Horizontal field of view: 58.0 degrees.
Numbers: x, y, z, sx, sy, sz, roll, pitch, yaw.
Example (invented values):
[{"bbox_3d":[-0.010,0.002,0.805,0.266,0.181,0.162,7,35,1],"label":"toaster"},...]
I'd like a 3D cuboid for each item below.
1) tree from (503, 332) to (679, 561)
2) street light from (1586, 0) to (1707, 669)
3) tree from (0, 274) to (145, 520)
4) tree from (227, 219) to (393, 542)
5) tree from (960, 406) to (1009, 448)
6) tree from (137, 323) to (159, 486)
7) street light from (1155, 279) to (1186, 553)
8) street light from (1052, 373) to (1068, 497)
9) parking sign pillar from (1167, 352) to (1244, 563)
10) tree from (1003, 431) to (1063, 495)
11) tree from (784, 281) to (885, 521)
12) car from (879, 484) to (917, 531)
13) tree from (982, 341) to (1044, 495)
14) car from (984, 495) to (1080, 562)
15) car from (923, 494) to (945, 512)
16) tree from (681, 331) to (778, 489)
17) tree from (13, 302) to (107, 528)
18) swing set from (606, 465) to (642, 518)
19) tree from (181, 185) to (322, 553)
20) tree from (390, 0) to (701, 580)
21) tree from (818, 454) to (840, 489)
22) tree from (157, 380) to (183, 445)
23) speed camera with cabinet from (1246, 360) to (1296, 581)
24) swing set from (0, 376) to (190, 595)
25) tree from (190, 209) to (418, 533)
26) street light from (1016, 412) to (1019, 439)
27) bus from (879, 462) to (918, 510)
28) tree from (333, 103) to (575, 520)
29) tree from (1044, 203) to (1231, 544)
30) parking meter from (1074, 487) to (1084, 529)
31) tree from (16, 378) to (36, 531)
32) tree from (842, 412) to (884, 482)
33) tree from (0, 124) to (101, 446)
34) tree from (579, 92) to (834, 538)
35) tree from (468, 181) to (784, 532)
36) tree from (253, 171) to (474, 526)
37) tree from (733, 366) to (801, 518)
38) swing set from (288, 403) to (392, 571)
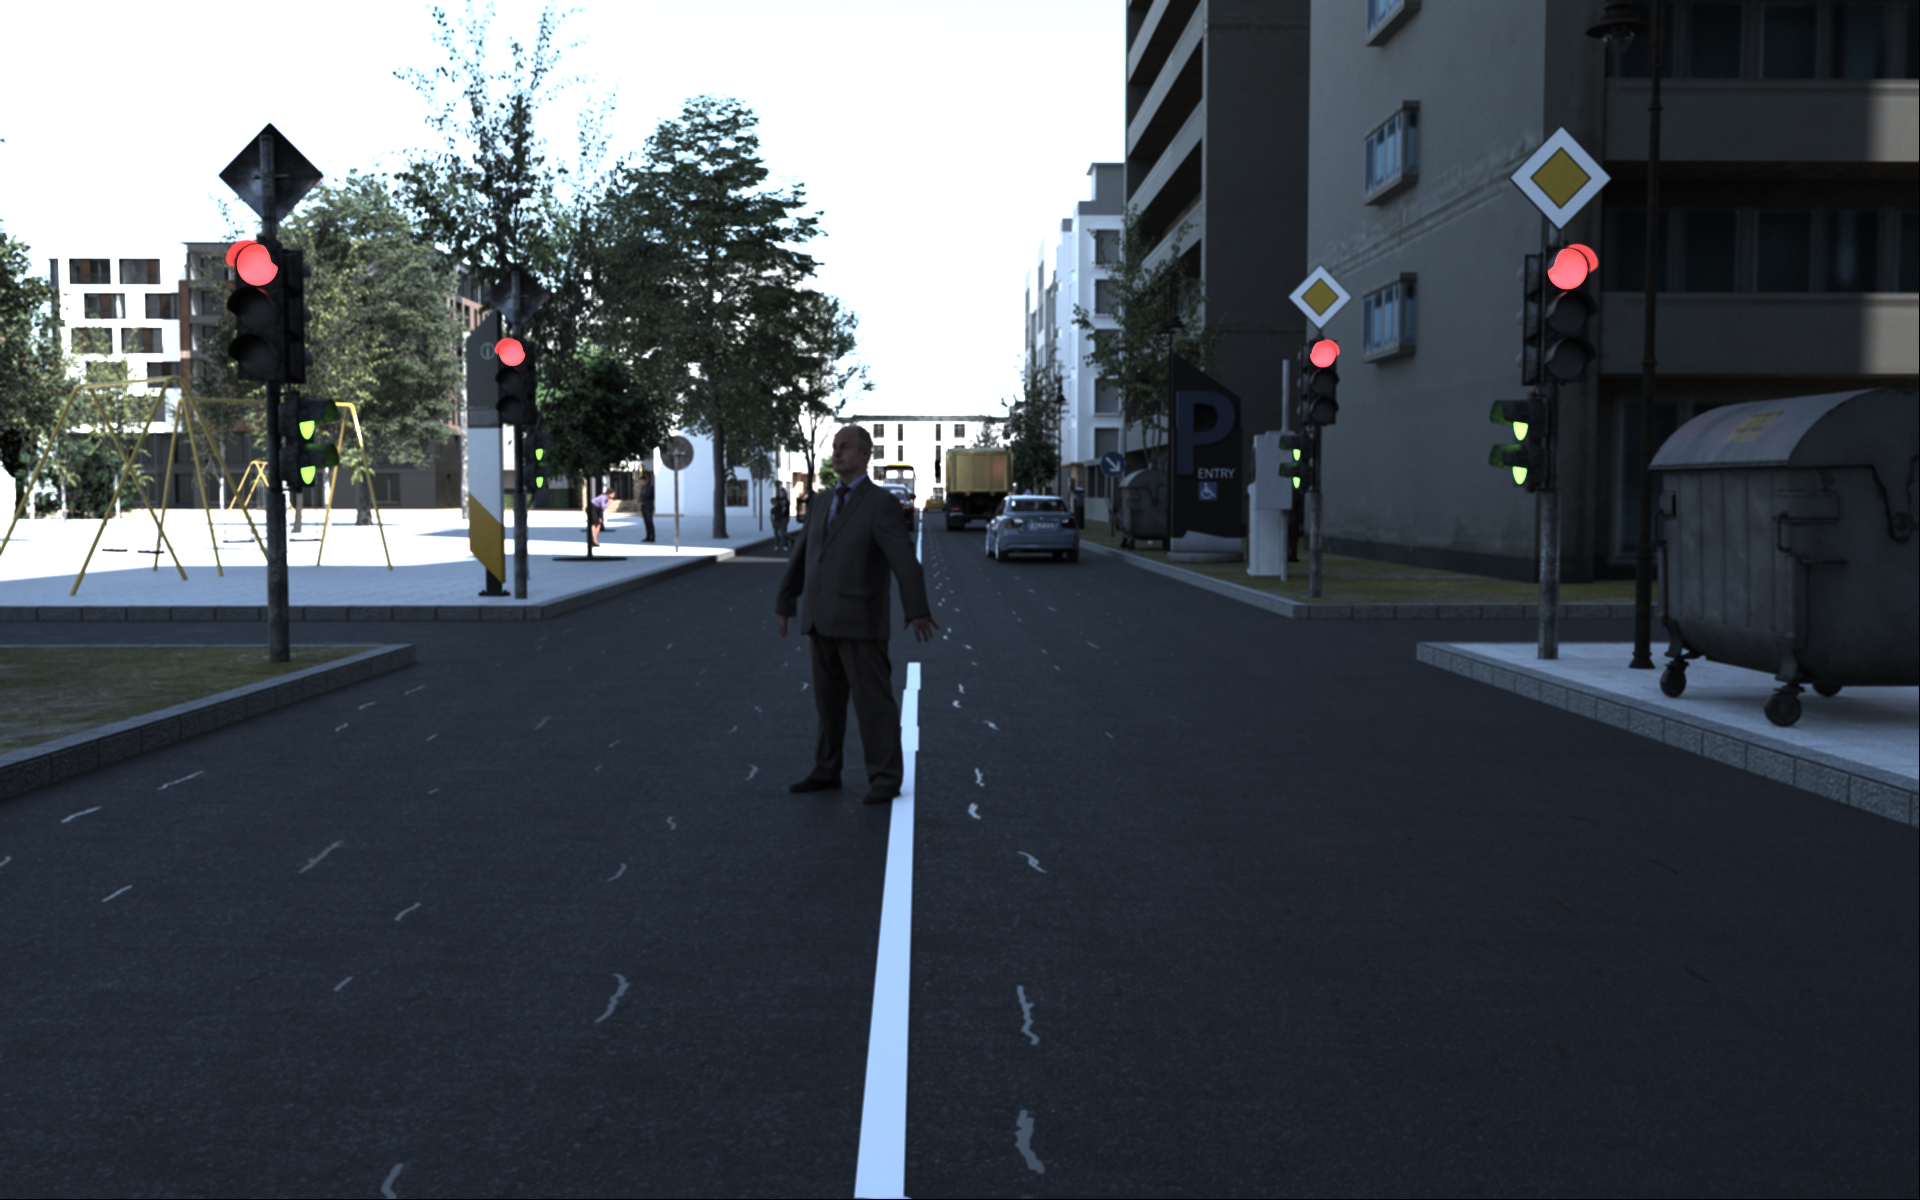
[{"bbox_3d":[-7.306,-3.056,33.681,4.285,4.588,4.351,0,3,0],"label":"tree"},{"bbox_3d":[5.029,-2.435,12.594,0.468,5.910,1.993,0,4,-1],"label":"street light"},{"bbox_3d":[-51.178,-11.285,86.327,18.604,14.587,13.155,0,4,5],"label":"tree"},{"bbox_3d":[-17.077,-5.865,46.259,4.737,8.622,4.395,0,3,0],"label":"tree"},{"bbox_3d":[2.234,-12.086,147.973,4.360,8.622,3.978,0,3,0],"label":"tree"},{"bbox_3d":[-34.316,-7.327,70.158,4.737,8.622,4.395,0,3,0],"label":"tree"},{"bbox_3d":[4.528,-3.950,37.371,0.468,5.910,1.993,0,4,-1],"label":"street light"},{"bbox_3d":[3.818,-5.721,66.323,0.468,5.910,1.993,0,4,-1],"label":"street light"},{"bbox_3d":[4.659,-2.707,32.729,1.447,3.967,1.447,0,4,1],"label":"parking sign pillar"},{"bbox_3d":[3.540,-6.356,87.636,4.285,4.588,4.351,0,3,0],"label":"tree"},{"bbox_3d":[-7.275,-9.663,83.751,9.928,11.665,9.643,0,3,0],"label":"tree"},{"bbox_3d":[-2.848,-3.651,68.359,2.281,1.827,5.304,0,4,-2],"label":"car"},{"bbox_3d":[3.419,-8.074,82.370,4.737,8.622,4.395,0,3,0],"label":"tree"},{"bbox_3d":[1.558,-1.580,37.839,2.014,1.417,4.499,0,4,-3],"label":"car"},{"bbox_3d":[-2.084,-8.115,142.910,2.015,1.641,3.980,0,4,-1],"label":"car"},{"bbox_3d":[-10.245,-7.694,76.163,4.737,8.622,4.395,0,3,0],"label":"tree"},{"bbox_3d":[-33.817,-6.995,64.736,4.360,8.622,3.978,0,3,0],"label":"tree"},{"bbox_3d":[-19.005,-5.936,94.680,3.119,2.851,2.862,-1,4,-11],"label":"swing set"},{"bbox_3d":[-14.353,-5.319,37.330,4.360,8.622,3.978,0,3,0],"label":"tree"},{"bbox_3d":[-6.316,-4.606,25.667,4.360,8.622,3.978,0,3,0],"label":"tree"},{"bbox_3d":[-9.081,-8.862,128.602,4.285,4.588,4.351,0,3,0],"label":"tree"},{"bbox_3d":[-34.159,-7.893,79.409,4.360,8.622,3.978,0,3,0],"label":"tree"},{"bbox_3d":[4.706,-1.957,26.332,0.660,3.252,2.038,0,4,7],"label":"speed camera with cabinet"},{"bbox_3d":[-11.517,-1.609,23.934,3.119,2.851,2.862,3,5,40],"label":"swing set"},{"bbox_3d":[-21.254,-7.447,56.169,7.601,10.594,8.767,-1,4,-19],"label":"tree"},{"bbox_3d":[3.245,-7.508,95.539,0.468,5.910,1.993,0,4,-1],"label":"street light"},{"bbox_3d":[-4.747,-8.774,135.003,2.896,3.916,12.252,0,4,-1],"label":"bus"},{"bbox_3d":[-23.436,-13.959,84.126,12.611,20.169,13.585,0,3,0],"label":"tree"},{"bbox_3d":[4.873,-5.715,43.801,4.737,8.622,4.395,0,3,0],"label":"tree"},{"bbox_3d":[4.377,-3.373,63.563,0.372,1.533,0.369,0,3,0],"label":"parking meter"},{"bbox_3d":[-31.608,-6.652,59.118,4.737,8.622,4.395,0,3,0],"label":"tree"},{"bbox_3d":[-8.749,-12.458,154.044,4.360,8.622,3.978,0,3,0],"label":"tree"},{"bbox_3d":[-26.973,-7.734,43.454,9.611,12.733,9.660,0,3,0],"label":"tree"},{"bbox_3d":[-7.379,-8.057,49.865,7.486,12.596,7.792,0,3,0],"label":"tree"},{"bbox_3d":[-12.485,-8.150,59.002,9.928,11.665,9.643,0,3,0],"label":"tree"},{"bbox_3d":[-23.724,-9.916,68.781,9.857,13.997,8.962,0,3,0],"label":"tree"},{"bbox_3d":[-10.950,-8.746,93.361,4.360,8.622,3.978,0,3,0],"label":"tree"},{"bbox_3d":[-11.628,-1.914,28.916,3.119,2.851,2.862,-3,5,-44],"label":"swing set"}]
